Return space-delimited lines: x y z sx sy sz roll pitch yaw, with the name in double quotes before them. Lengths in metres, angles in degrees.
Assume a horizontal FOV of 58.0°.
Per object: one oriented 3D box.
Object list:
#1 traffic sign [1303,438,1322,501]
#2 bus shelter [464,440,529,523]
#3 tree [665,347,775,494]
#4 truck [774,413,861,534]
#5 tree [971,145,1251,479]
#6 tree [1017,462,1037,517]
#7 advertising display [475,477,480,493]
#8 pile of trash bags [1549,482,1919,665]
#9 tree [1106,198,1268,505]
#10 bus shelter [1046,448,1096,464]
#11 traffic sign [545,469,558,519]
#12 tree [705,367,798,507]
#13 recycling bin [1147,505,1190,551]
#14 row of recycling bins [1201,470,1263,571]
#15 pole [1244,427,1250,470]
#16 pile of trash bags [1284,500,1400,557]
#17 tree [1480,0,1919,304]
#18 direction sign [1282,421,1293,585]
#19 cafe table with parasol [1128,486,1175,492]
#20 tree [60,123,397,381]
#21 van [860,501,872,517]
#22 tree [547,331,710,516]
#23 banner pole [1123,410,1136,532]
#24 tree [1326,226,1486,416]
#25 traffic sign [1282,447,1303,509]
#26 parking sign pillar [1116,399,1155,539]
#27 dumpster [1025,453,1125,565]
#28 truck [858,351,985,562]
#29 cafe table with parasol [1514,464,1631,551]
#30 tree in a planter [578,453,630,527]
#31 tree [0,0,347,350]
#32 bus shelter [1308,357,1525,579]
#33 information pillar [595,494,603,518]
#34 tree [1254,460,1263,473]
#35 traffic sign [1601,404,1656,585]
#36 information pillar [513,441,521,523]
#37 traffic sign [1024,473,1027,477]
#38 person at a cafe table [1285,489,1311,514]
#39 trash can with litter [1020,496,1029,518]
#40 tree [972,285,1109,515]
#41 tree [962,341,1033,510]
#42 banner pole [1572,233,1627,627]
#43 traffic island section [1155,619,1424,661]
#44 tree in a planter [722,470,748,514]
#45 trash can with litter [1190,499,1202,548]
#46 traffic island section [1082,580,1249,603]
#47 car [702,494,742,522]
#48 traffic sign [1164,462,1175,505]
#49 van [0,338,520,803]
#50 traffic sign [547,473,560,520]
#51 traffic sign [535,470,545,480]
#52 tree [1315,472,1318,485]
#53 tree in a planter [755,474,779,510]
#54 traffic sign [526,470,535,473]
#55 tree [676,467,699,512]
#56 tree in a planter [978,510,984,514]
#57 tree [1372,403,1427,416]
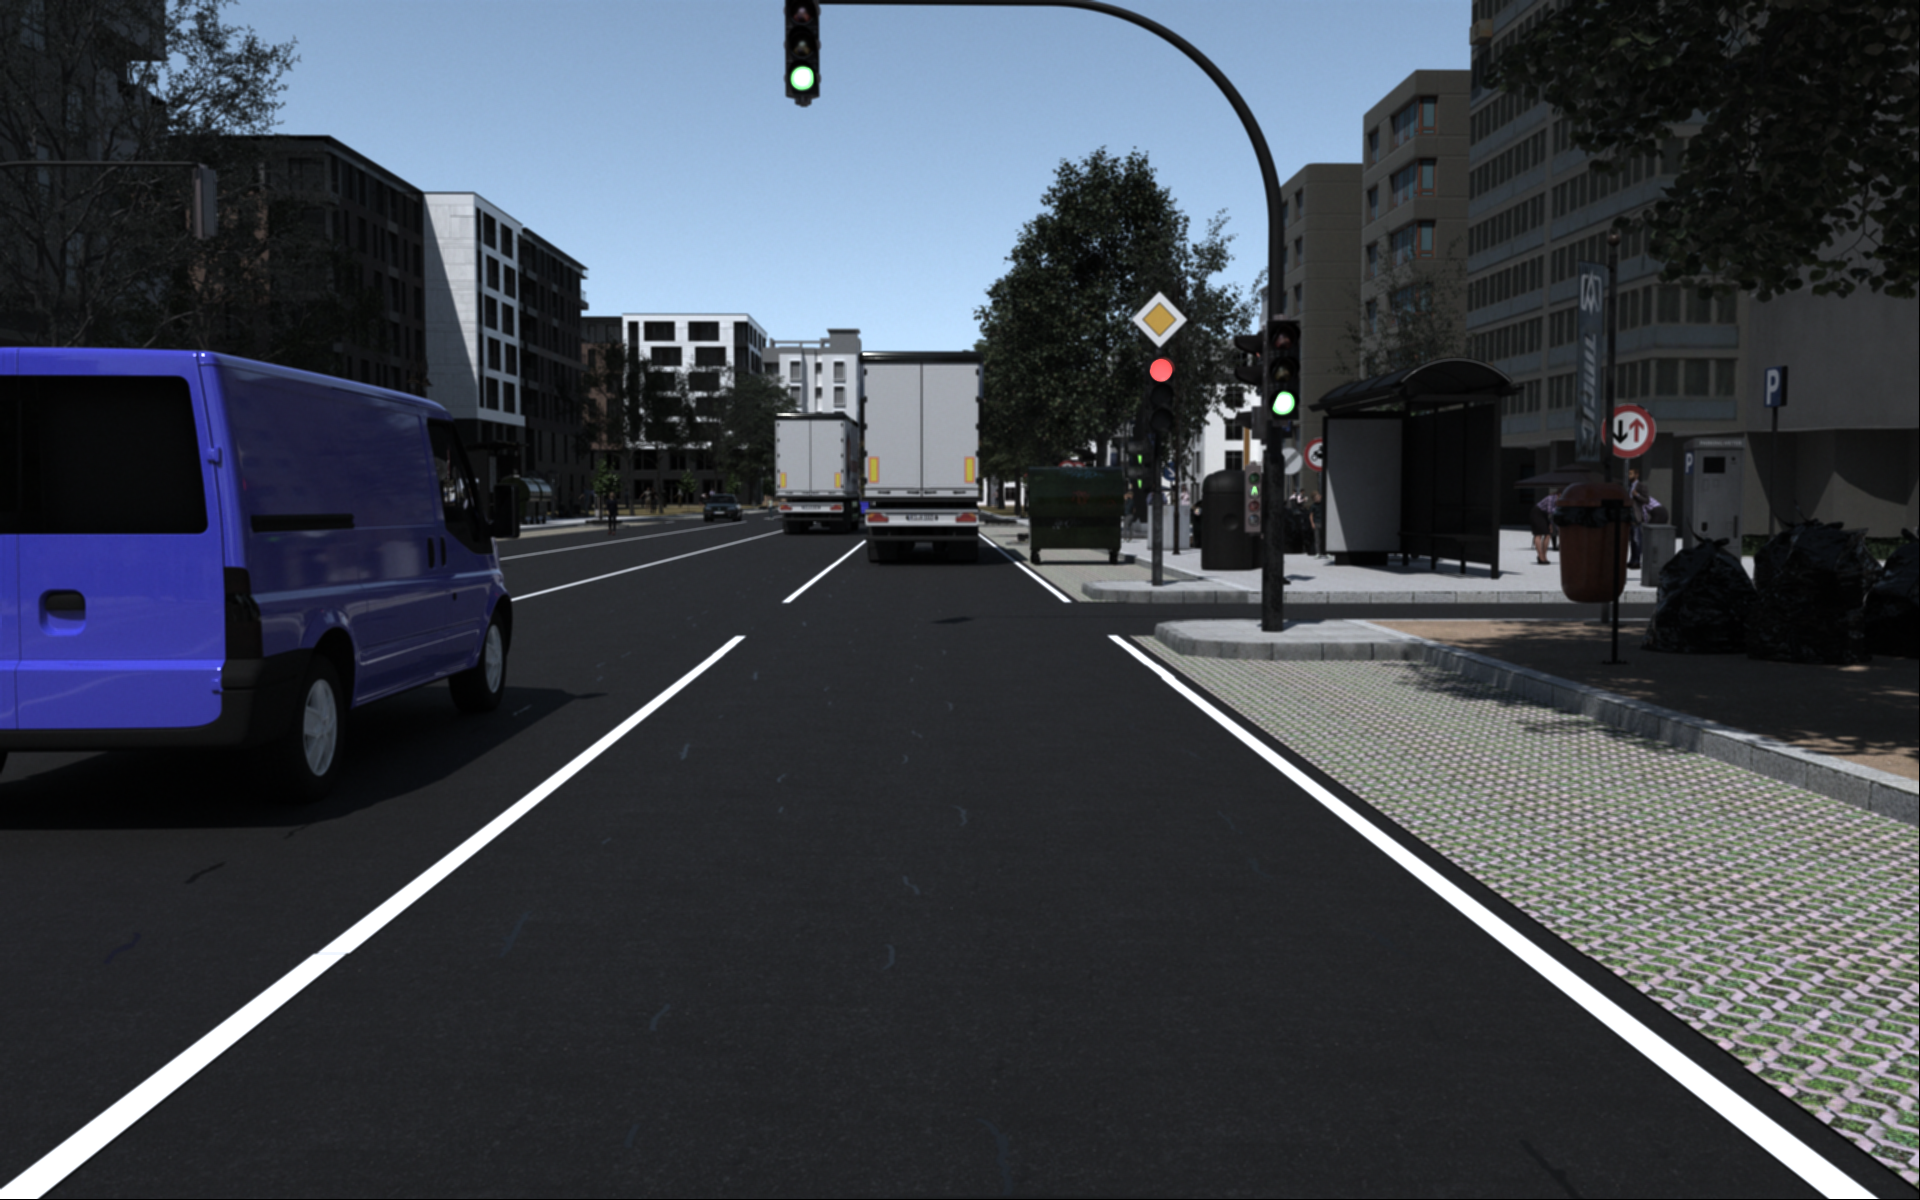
"traffic sign" 8.127 -2.385 39.108 0.768 2.556 0.104 0 4 3
"bus shelter" -21.196 -5.365 78.996 1.731 3.624 6.357 0 4 -1
"tree" -20.474 -14.336 144.757 12.009 13.543 11.850 0 3 0
"truck" -5.188 -4.683 65.477 2.839 4.237 11.283 0 4 0
"tree" 4.674 -8.569 57.103 9.611 12.733 9.660 0 3 0
"tree" 4.135 -6.130 94.831 1.663 3.219 1.824 0 3 0
"advertising display" -18.546 -3.671 65.234 0.974 1.923 0.123 -3 5 -43
"pile of trash bags" 6.205 -0.244 13.736 3.447 1.369 1.912 -1 4 -19
"tree" 5.821 -5.736 44.146 4.360 8.622 3.978 0 3 0
"bus shelter" 4.999 -5.111 77.482 2.014 3.302 5.546 0 4 -1
"traffic sign" -20.967 -5.438 89.013 0.768 2.556 0.104 0 4 7
"tree" -20.763 -16.324 173.551 9.857 13.997 8.962 0 3 0
"recycling bin" 4.782 -1.658 39.658 0.722 1.027 0.722 -3 5 -43
"row of recycling bins" 5.002 -1.433 30.550 1.069 1.692 3.534 1 4 19
"pole" 8.301 -3.446 50.183 0.158 3.312 0.155 0 3 0
"pile of trash bags" 7.978 -1.644 36.628 1.912 1.369 3.447 -2 4 -34
"tree" 5.791 -6.170 7.529 9.857 13.997 8.962 0 3 0
"direction sign" 4.519 -1.991 24.552 0.379 3.537 0.876 -1 4 -13
"cafe table with parasol" 10.824 -5.683 97.782 2.610 1.966 2.610 1 4 10
"tree" -18.026 -6.635 42.888 8.767 10.594 7.601 0 4 -4
"van" -5.397 -5.170 88.919 2.240 2.365 5.245 0 4 -1
"tree" -19.062 -10.070 99.064 7.601 10.594 8.767 2 4 25
"banner pole" 5.105 -3.769 51.641 0.863 3.779 0.401 3 5 42
"tree" 12.283 -5.902 46.856 4.360 8.622 3.978 0 3 0
"traffic sign" 8.924 -2.873 47.084 0.768 2.556 0.104 0 4 -1
"parking sign pillar" 5.315 -3.766 50.039 1.447 3.967 1.447 0 4 -6
"dumpster" 2.311 -1.838 34.998 1.985 2.255 1.502 0 4 0
"truck" -0.796 -3.104 39.657 2.839 4.237 11.283 0 4 0
"cafe table with parasol" 13.862 -2.102 39.228 2.610 1.966 2.610 1 4 11
"tree in a planter" -15.472 -4.779 75.360 1.991 3.239 1.994 0 4 -1
"tree" -16.987 -7.481 32.687 12.009 13.543 11.850 0 3 0
"bus shelter" 7.307 -2.112 28.451 2.014 3.302 5.546 0 4 -1
"information pillar" -18.993 -5.295 91.069 0.304 2.012 0.304 3 4 37
"tree" 16.605 -6.334 98.163 1.663 3.219 1.824 0 3 0
"traffic sign" 9.425 -1.493 24.519 0.768 2.556 0.104 0 4 1
"information pillar" -19.544 -5.200 76.375 0.183 3.616 0.504 -3 4 -37
"traffic sign" 3.993 -6.024 98.591 0.768 2.556 0.104 0 4 5
"person at a cafe table" 17.223 -5.010 90.430 1.698 1.524 1.622 -3 4 -39
"trash can with litter" 4.052 -4.979 92.467 2.233 1.210 1.678 1 4 12
"tree" 4.059 -10.342 87.211 7.486 12.596 7.792 0 3 0
"tree" 3.522 -14.456 143.013 9.857 13.997 8.962 0 3 0
"banner pole" 6.103 -1.625 16.590 0.863 3.779 0.401 -3 5 -40
"traffic island section" 2.934 0.371 16.221 2.009 0.180 2.903 0 4 -1
"tree in a planter" -16.457 -7.850 125.563 1.991 3.239 1.994 0 4 -1
"trash can with litter" 5.579 -1.813 41.033 0.624 1.170 1.055 -2 4 -24
"traffic island section" 2.777 -0.118 24.205 2.009 0.180 2.903 0 4 -1
"car" -12.403 -4.941 90.564 2.009 1.686 4.222 0 4 -3
"traffic sign" 8.327 -4.165 68.208 0.768 2.556 0.104 0 4 7
"van" -3.946 -0.322 9.657 2.240 2.365 5.245 0 4 -2
"traffic sign" -20.125 -5.117 85.794 0.606 2.300 0.079 0 4 2
"traffic sign" -22.793 -5.713 93.507 0.768 2.556 0.104 0 4 3
"tree" 13.596 -4.124 62.024 1.663 3.219 1.824 0 3 0
"tree in a planter" -17.008 -9.523 152.917 1.991 3.239 1.994 0 4 -1
"traffic sign" -22.910 -5.650 92.489 0.768 2.556 0.104 0 4 2
"tree" -19.294 -7.804 122.192 1.663 3.219 1.824 0 3 0
"tree in a planter" 0.767 -7.871 125.910 1.991 3.239 1.994 0 4 -1
"tree" 13.955 -4.359 54.987 4.285 4.588 4.351 0 3 0
